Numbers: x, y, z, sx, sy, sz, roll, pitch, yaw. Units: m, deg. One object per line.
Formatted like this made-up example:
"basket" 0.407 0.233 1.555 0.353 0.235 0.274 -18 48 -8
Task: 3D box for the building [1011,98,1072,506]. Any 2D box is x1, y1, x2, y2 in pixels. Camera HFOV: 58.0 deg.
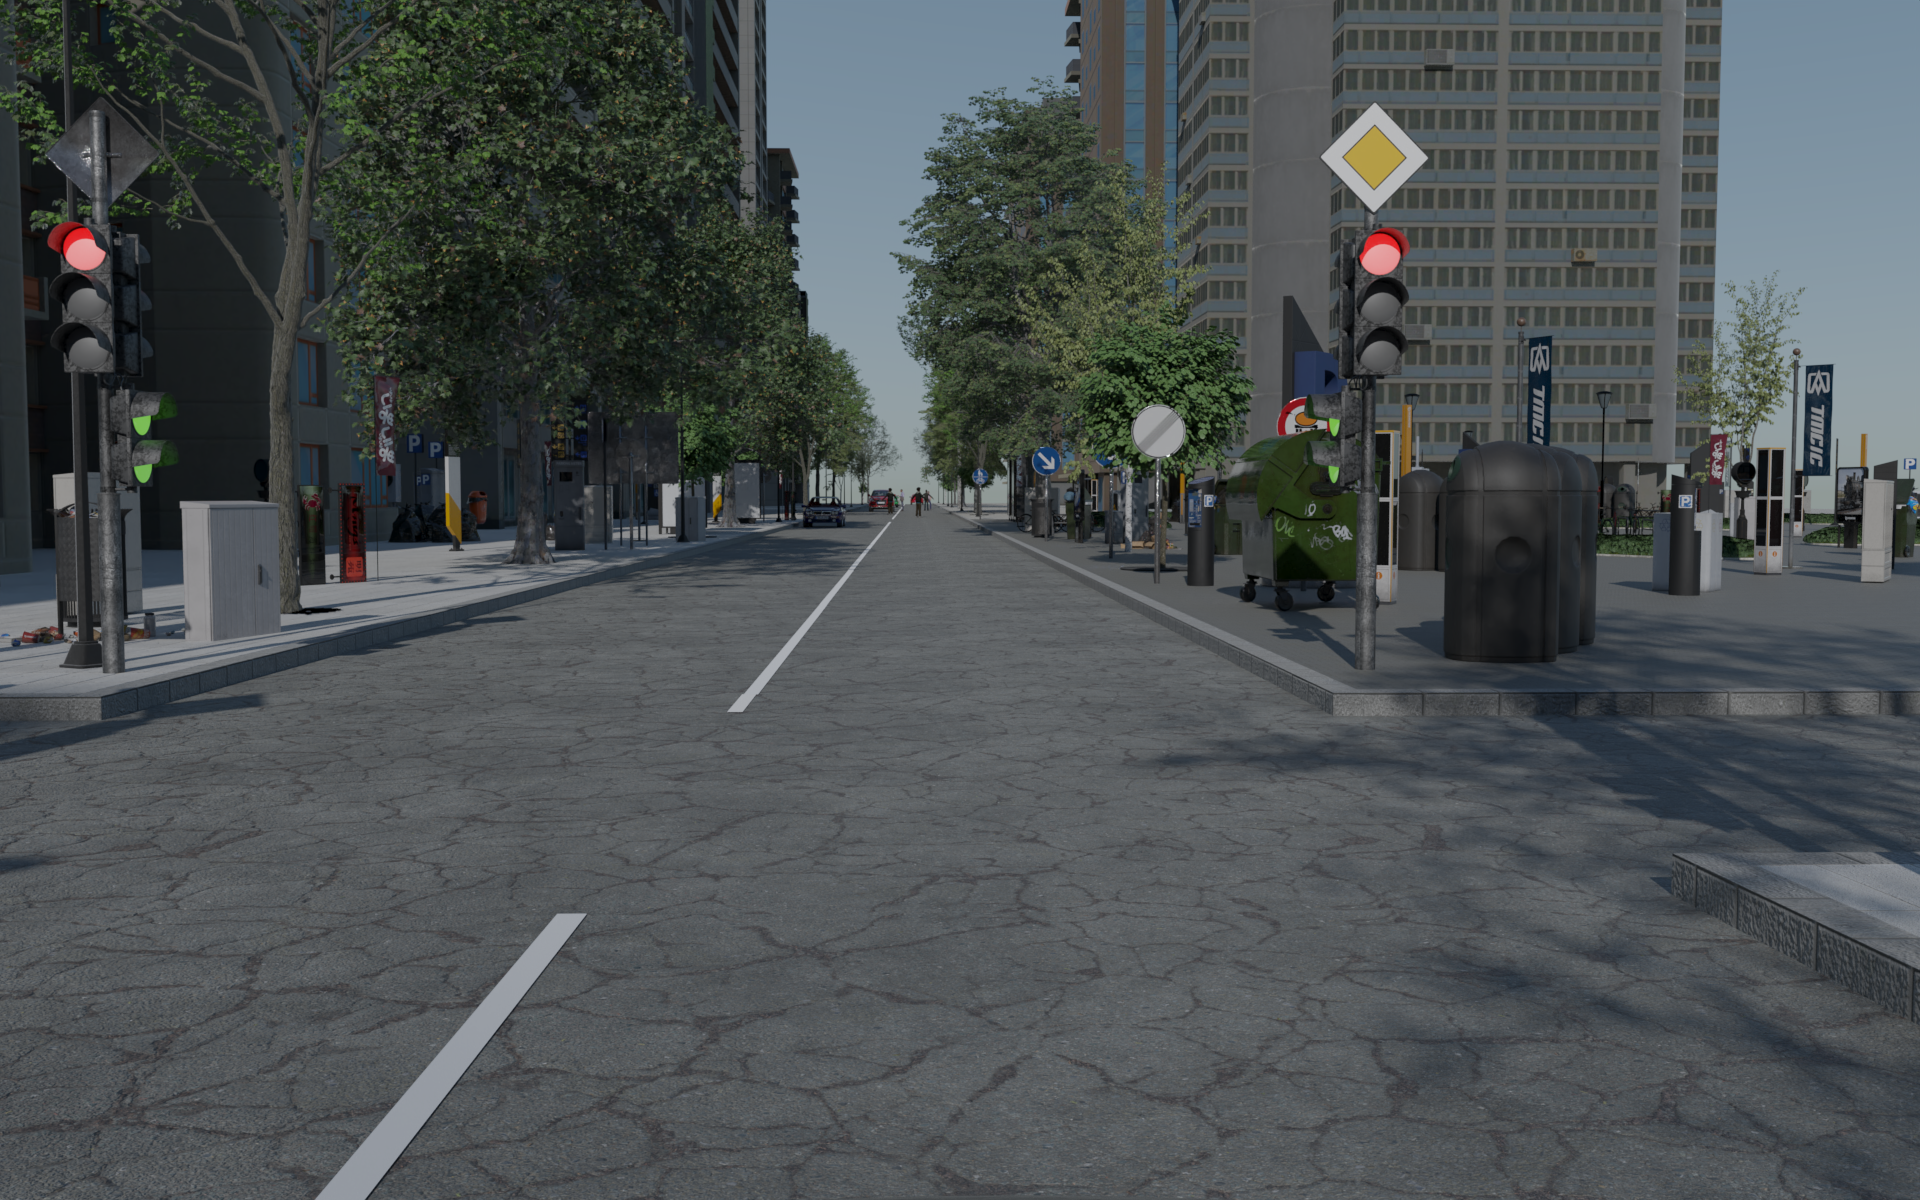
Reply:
"building" 13.882 -33.444 196.925 14.600 45.320 14.200 0 4 -2

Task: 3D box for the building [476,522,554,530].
"building" -27.596 -27.378 71.338 21.300 48.544 21.600 0 4 -2

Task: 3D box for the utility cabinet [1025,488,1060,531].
"utility cabinet" 2.816 -3.089 59.181 1.173 1.500 0.318 1 4 15

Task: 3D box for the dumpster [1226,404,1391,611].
"dumpster" 3.930 -1.050 19.656 1.502 2.255 1.985 0 4 -2

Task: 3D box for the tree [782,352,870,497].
"tree" -10.323 -12.986 130.451 7.486 12.596 7.792 0 3 0

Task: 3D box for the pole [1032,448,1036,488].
"pole" 3.145 -4.845 73.065 0.158 3.312 0.155 0 3 0

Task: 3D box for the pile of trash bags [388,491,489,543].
"pile of trash bags" -13.902 -2.286 47.130 1.912 1.369 3.447 1 4 16

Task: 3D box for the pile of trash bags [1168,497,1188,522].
"pile of trash bags" 10.689 -4.213 78.640 1.912 1.369 3.447 0 4 -6

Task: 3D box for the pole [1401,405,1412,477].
"pole" 10.219 -2.804 39.693 0.158 3.312 0.155 0 3 0

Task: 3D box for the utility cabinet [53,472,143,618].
"utility cabinet" -9.013 -0.577 18.117 0.318 1.500 1.173 0 4 2

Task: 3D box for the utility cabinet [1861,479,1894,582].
"utility cabinet" 13.467 -1.022 25.391 0.318 1.500 1.173 2 4 33

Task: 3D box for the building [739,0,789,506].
"building" -29.359 -45.884 188.454 20.563 71.187 20.611 0 4 -2

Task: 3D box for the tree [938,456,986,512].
"tree" 1.203 -8.766 127.044 4.285 4.588 4.351 0 3 0

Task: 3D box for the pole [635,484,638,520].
"pole" -16.125 -5.668 86.521 0.158 3.312 0.155 0 3 0

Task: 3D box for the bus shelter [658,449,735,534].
"bus shelter" -8.875 -3.885 57.451 2.014 3.302 5.546 0 4 -1

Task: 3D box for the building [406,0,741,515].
"building" -28.542 -31.139 132.819 21.300 48.544 21.600 0 4 -2

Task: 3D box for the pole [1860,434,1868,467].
"pole" 30.493 -3.954 58.492 0.158 3.312 0.155 0 3 0

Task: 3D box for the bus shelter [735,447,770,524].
"bus shelter" -9.457 -5.100 77.302 2.014 3.302 5.546 0 4 -2

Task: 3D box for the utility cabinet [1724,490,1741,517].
"utility cabinet" 37.441 -4.582 83.600 1.173 1.500 0.318 0 4 -3

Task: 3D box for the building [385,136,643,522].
"building" -28.091 -28.950 97.038 21.300 48.544 21.600 0 4 -2

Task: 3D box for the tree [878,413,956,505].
"tree" -0.665 -17.590 197.969 12.009 13.543 11.850 0 3 0

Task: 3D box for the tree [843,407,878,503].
"tree" -13.215 -20.518 245.831 12.009 13.543 11.850 0 3 0

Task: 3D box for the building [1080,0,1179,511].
"building" 15.822 -28.688 119.166 14.600 45.320 14.200 0 4 -2

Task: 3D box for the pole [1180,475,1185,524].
"pole" 9.600 -4.944 74.684 0.158 3.312 0.155 0 3 0

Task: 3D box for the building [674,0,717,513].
"building" -24.064 -26.407 115.347 14.154 41.232 14.086 0 4 -2

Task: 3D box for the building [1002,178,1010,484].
"building" 17.130 -35.357 232.710 22.147 44.769 28.867 0 4 -2

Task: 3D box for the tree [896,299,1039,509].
"tree" 1.173 -17.984 149.924 12.611 20.169 13.585 0 3 0

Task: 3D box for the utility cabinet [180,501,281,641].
"utility cabinet" -6.525 -0.269 15.555 0.306 1.237 1.020 1 4 12

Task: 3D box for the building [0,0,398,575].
"building" -29.217 -11.513 33.278 27.650 21.520 28.899 0 4 -2

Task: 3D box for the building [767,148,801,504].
"building" -31.298 -34.217 214.076 22.147 44.769 28.867 0 4 -2

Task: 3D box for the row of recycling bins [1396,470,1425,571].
"row of recycling bins" 8.108 -1.333 28.912 1.069 1.692 3.534 -3 5 -42

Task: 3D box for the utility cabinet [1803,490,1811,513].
"utility cabinet" 40.882 -4.601 83.909 0.318 1.500 1.173 3 5 44

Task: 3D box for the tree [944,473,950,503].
"tree" -1.771 -17.534 237.048 4.360 8.622 3.978 0 3 0

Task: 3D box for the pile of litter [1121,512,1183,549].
"pile of litter" 4.494 -1.637 40.726 1.176 0.858 1.719 -2 4 -24

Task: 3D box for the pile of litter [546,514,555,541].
"pile of litter" -11.603 -2.087 48.082 1.719 0.858 1.176 1 4 23

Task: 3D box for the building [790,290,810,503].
"building" -28.058 -28.427 236.486 14.160 30.474 14.107 0 4 -2

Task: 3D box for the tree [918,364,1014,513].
"tree" 0.774 -12.101 115.980 7.486 12.596 7.792 0 3 0

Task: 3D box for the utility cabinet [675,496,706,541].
"utility cabinet" -7.368 -2.210 47.297 1.020 1.237 0.306 3 5 44

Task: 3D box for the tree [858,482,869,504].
"tree" -13.106 -14.759 235.909 1.663 3.219 1.824 0 3 0

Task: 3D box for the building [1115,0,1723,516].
"building" 25.773 -24.993 100.523 32.217 40.220 23.993 0 4 -2

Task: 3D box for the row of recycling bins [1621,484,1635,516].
"row of recycling bins" 25.296 -3.782 68.947 1.069 1.692 3.534 -2 4 -33

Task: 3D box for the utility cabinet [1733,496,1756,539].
"utility cabinet" 21.827 -2.229 47.604 1.020 1.237 0.306 0 4 -2

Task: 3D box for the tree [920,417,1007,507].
"tree" 0.375 -15.638 172.692 9.611 12.733 9.660 0 3 0

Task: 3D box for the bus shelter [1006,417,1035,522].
"bus shelter" 3.199 -6.424 82.671 2.179 5.291 8.768 0 4 -1

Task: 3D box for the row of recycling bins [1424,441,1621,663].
"row of recycling bins" 4.835 -0.463 14.676 1.069 1.692 3.534 2 4 25

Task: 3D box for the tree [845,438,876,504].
"tree" -13.045 -17.047 229.084 4.360 8.622 3.978 0 3 0

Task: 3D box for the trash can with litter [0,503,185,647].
"trash can with litter" -8.065 -0.262 15.338 2.233 1.210 1.678 0 3 0

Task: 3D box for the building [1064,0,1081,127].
"building" 19.954 -29.735 140.796 22.147 44.769 28.867 0 4 -2

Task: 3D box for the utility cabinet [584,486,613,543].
"utility cabinet" -9.618 -2.218 44.936 1.173 1.500 0.318 0 4 -6
